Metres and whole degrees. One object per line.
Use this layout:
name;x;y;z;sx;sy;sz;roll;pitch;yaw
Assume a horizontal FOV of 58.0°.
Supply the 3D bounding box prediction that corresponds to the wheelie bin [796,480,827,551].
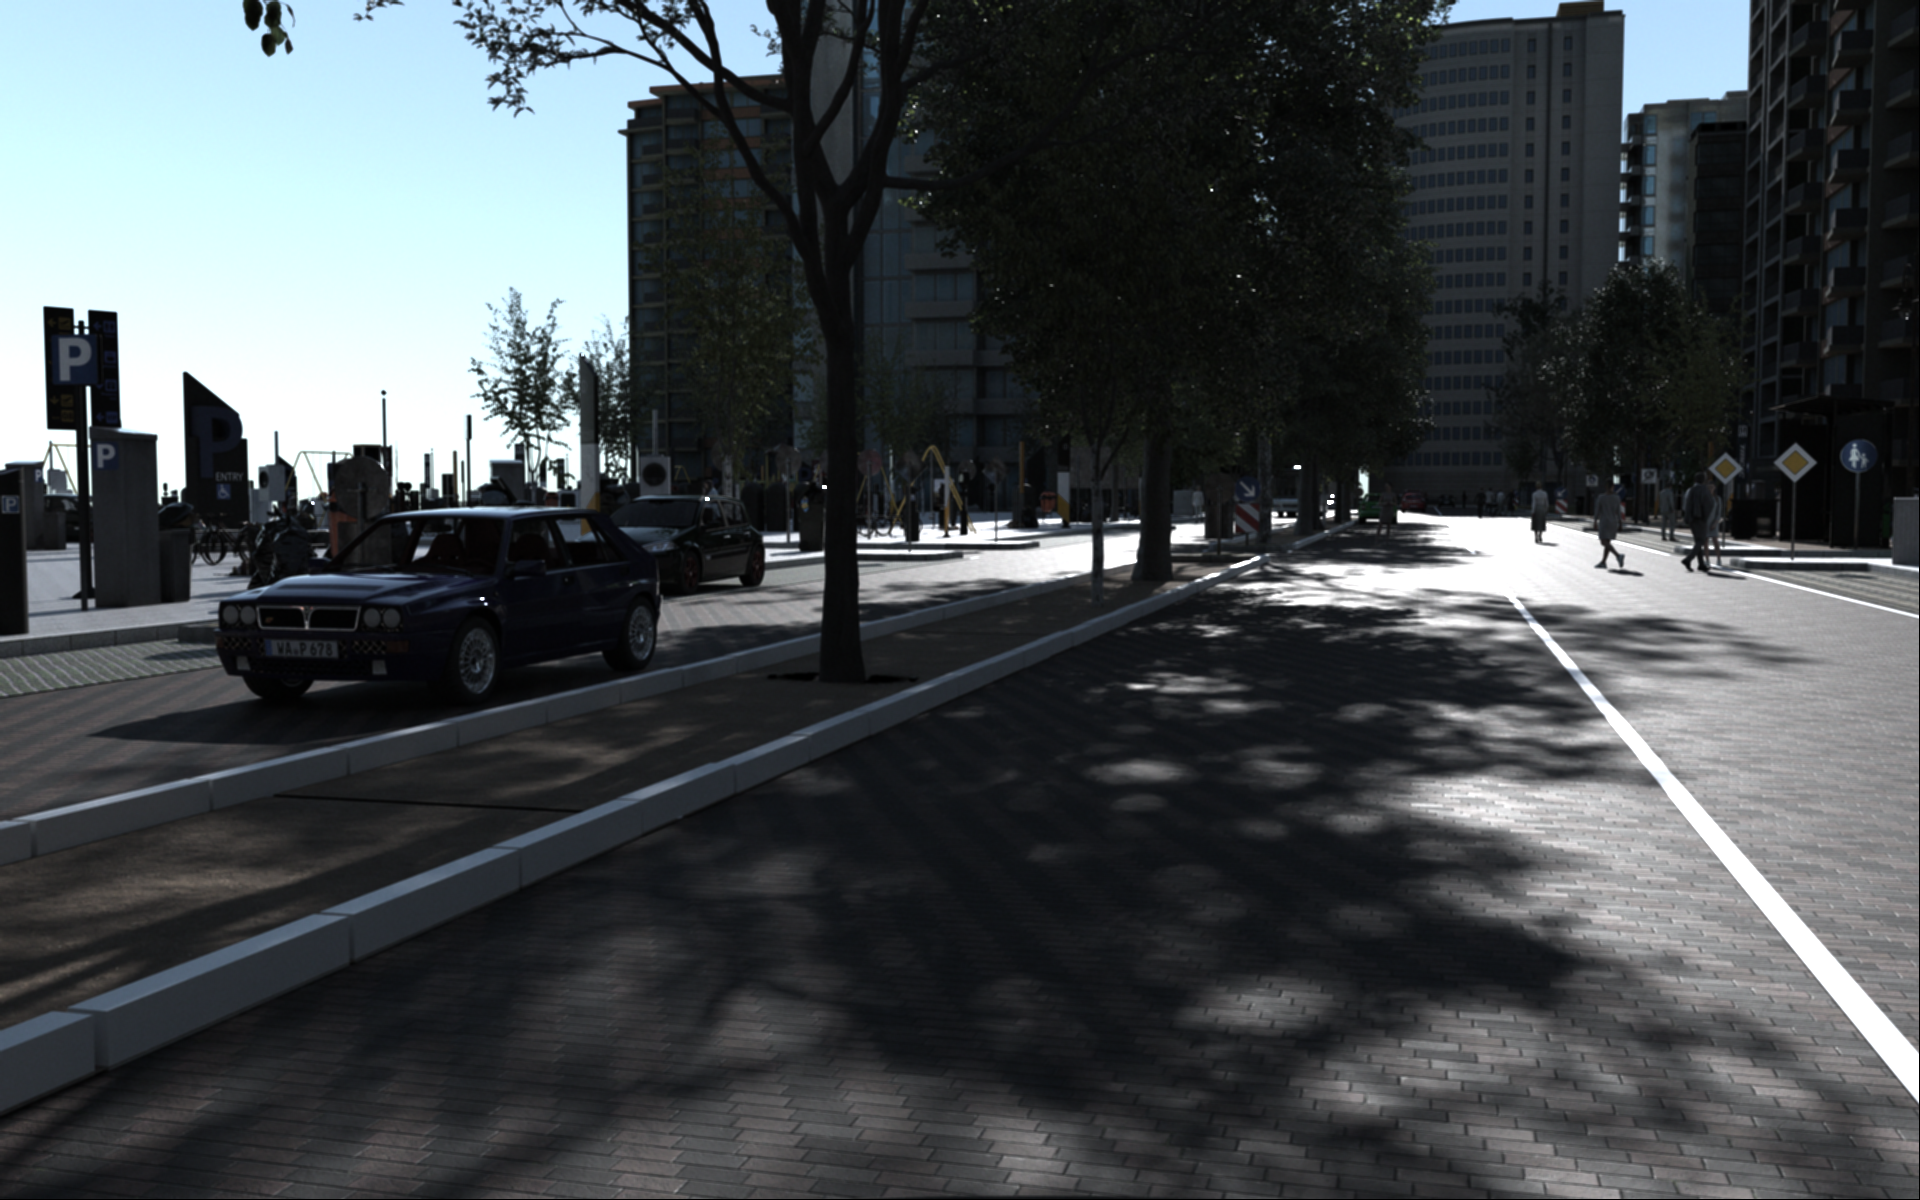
wheelie bin;-3.292;-1.903;39.017;0.693;1.594;0.980;0;4;5

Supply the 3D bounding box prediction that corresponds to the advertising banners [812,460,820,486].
advertising banners;-8.099;-5.658;88.693;2.074;3.025;0.090;0;4;-5

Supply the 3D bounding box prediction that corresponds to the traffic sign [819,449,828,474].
traffic sign;-3.516;-2.886;47.299;0.768;2.556;0.104;1;4;22

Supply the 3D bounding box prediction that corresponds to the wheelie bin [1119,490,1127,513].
wheelie bin;11.110;-6.828;119.543;0.693;1.594;0.980;1;4;17

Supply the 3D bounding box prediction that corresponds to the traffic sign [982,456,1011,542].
traffic sign;0.961;-2.581;45.842;0.795;2.450;0.064;1;4;15

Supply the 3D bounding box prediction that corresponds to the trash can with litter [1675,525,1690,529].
trash can with litter;27.253;-3.256;64.298;2.233;1.210;1.678;-1;4;-16

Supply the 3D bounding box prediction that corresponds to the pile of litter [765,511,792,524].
pile of litter;-7.959;-3.666;73.911;1.719;0.858;1.176;-1;4;-13

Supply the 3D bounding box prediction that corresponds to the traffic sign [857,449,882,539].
traffic sign;-2.569;-2.985;48.915;0.768;2.556;0.104;1;4;18

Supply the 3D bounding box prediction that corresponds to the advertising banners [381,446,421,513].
advertising banners;-20.732;-4.160;64.208;0.090;3.025;2.074;2;4;24

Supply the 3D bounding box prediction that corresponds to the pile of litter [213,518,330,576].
pile of litter;-10.967;-0.825;27.458;1.719;0.858;1.176;2;4;25

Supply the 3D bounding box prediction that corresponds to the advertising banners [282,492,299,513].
advertising banners;-45.238;-7.321;115.884;2.074;3.025;0.090;1;4;10

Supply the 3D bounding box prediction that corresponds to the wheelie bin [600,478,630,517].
wheelie bin;-6.924;-1.604;34.129;0.693;1.594;0.980;2;4;33

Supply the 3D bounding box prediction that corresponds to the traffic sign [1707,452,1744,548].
traffic sign;18.196;-2.299;41.226;0.795;2.450;0.064;1;4;15

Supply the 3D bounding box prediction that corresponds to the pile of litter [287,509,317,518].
pile of litter;-15.443;-1.656;41.041;1.719;0.858;1.176;0;4;5

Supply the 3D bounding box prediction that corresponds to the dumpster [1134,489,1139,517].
dumpster;10.462;-5.592;97.183;1.264;1.857;1.865;1;4;15

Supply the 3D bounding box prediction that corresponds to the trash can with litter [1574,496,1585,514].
trash can with litter;39.707;-6.096;111.057;0.624;1.170;1.055;1;4;20

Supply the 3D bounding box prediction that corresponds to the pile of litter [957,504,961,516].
pile of litter;-0.084;-5.518;104.183;1.176;0.858;1.719;3;4;36

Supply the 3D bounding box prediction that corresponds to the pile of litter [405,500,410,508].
pile of litter;-41.126;-6.987;128.207;1.719;0.858;1.176;-3;5;-42

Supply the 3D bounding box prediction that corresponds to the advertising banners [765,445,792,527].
advertising banners;-6.891;-4.082;62.925;2.074;3.025;0.090;3;4;38

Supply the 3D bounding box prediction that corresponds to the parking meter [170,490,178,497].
parking meter;-44.208;-5.445;97.442;0.372;1.533;0.369;0;3;0

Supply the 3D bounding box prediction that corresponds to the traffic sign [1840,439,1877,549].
traffic sign;20.910;-2.462;40.353;0.768;2.556;0.104;1;4;23

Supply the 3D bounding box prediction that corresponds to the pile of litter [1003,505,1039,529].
pile of litter;2.269;-3.120;64.985;1.719;0.858;1.176;-3;4;-39

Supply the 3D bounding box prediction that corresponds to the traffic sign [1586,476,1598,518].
traffic sign;34.346;-5.628;94.146;0.606;2.300;0.079;1;4;20

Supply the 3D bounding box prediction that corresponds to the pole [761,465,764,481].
pole;-14.033;-7.918;123.298;0.158;3.312;0.155;0;3;0

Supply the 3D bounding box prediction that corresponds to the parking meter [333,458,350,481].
parking meter;-9.967;-1.372;28.151;0.255;1.863;0.399;1;4;9

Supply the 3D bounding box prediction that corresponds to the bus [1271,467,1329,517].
bus;22.037;-7.146;111.697;2.948;3.499;13.247;1;4;16

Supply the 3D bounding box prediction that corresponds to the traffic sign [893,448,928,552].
traffic sign;-1.103;-2.109;38.127;0.795;2.450;0.064;1;4;15

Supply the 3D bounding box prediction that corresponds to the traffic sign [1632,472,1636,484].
traffic sign;37.773;-5.890;96.402;0.768;2.556;0.104;1;4;19

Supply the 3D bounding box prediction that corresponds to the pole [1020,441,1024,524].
pole;2.398;-4.476;67.028;0.158;3.312;0.155;0;3;0

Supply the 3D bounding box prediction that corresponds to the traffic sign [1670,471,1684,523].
traffic sign;31.314;-4.498;75.672;0.606;2.300;0.079;2;4;24

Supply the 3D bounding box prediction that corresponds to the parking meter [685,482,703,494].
parking meter;-5.488;-1.675;35.800;0.372;1.533;0.369;0;3;0

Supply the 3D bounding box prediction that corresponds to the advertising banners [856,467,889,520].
advertising banners;-4.570;-5.509;86.258;2.074;3.025;0.090;-1;4;-18

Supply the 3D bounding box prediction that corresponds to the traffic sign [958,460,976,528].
traffic sign;0.241;-3.961;64.862;0.768;2.556;0.104;2;4;25

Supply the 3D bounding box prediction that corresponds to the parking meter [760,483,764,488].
parking meter;-10.446;-5.185;90.490;0.399;1.863;0.255;2;4;25

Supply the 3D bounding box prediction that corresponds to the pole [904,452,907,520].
pole;-2.679;-5.553;84.630;0.158;3.312;0.155;0;3;0

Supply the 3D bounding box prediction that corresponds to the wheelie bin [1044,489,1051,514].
wheelie bin;5.506;-6.323;111.282;0.980;1.594;0.693;1;4;20

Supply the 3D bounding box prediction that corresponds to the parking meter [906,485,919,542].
parking meter;-1.287;-2.355;46.909;0.372;1.533;0.369;0;3;0

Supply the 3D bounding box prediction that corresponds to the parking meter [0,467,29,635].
parking meter;-8.755;-0.455;15.849;0.372;1.533;0.369;0;3;0

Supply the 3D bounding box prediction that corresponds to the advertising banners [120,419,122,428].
advertising banners;-20.367;-2.765;41.393;0.090;3.025;2.074;-3;5;-44

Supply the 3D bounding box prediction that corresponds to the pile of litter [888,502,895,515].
pile of litter;-3.948;-5.519;104.194;1.176;0.858;1.719;-3;5;-43

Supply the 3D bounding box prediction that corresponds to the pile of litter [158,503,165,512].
pile of litter;-37.115;-4.093;80.880;1.176;0.858;1.719;-3;5;-42

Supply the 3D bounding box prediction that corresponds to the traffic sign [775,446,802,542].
traffic sign;-4.584;-2.819;46.194;0.768;2.556;0.104;1;4;19

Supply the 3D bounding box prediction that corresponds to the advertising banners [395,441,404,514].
advertising banners;-18.721;-3.762;57.693;0.090;3.025;2.074;-1;4;-15

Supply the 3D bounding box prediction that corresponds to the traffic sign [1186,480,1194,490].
traffic sign;15.877;-7.297;119.306;0.884;2.594;0.081;1;4;17

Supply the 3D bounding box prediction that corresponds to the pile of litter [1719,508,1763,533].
pile of litter;25.845;-2.649;57.283;1.719;0.858;1.176;-1;4;-12

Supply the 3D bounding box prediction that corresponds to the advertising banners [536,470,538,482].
advertising banners;-29.266;-7.596;120.378;0.090;3.025;2.074;-2;4;-23

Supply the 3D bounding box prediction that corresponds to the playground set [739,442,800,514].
playground set;-10.247;-6.747;97.095;5.637;4.214;5.302;2;4;26

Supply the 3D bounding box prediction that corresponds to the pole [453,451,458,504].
pole;-23.710;-5.354;81.375;0.158;3.312;0.155;0;3;0

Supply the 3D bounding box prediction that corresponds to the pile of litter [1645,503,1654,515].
pile of litter;42.523;-5.698;107.132;1.176;0.858;1.719;3;4;37

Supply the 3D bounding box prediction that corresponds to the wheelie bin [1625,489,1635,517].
wheelie bin;37.992;-5.554;98.718;0.980;1.594;0.693;1;4;13

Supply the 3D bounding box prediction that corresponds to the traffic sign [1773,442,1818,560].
traffic sign;16.131;-1.827;33.511;0.795;2.450;0.064;1;4;15

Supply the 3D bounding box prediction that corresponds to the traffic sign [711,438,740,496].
traffic sign;-5.374;-2.414;39.572;0.768;2.556;0.104;2;4;24

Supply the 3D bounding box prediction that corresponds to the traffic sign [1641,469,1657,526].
traffic sign;27.792;-4.146;69.910;0.606;2.300;0.079;1;4;16

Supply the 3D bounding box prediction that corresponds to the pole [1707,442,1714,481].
pole;29.361;-4.524;67.808;0.158;3.312;0.155;0;3;0

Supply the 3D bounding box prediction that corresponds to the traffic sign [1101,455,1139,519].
traffic sign;8.067;-5.766;88.139;2.265;3.308;0.079;1;4;19

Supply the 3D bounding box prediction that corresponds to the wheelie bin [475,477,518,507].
wheelie bin;-8.421;-1.445;31.527;0.693;1.594;0.980;-2;4;-30

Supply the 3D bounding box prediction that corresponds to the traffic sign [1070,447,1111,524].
traffic sign;5.406;-4.950;74.799;2.265;3.308;0.079;1;4;17

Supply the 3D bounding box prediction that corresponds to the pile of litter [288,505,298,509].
pile of litter;-26.598;-3.327;68.354;1.176;0.858;1.719;-1;4;-10

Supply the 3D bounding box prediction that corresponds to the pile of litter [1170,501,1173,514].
pile of litter;13.612;-5.991;111.913;1.719;0.858;1.176;2;4;32
